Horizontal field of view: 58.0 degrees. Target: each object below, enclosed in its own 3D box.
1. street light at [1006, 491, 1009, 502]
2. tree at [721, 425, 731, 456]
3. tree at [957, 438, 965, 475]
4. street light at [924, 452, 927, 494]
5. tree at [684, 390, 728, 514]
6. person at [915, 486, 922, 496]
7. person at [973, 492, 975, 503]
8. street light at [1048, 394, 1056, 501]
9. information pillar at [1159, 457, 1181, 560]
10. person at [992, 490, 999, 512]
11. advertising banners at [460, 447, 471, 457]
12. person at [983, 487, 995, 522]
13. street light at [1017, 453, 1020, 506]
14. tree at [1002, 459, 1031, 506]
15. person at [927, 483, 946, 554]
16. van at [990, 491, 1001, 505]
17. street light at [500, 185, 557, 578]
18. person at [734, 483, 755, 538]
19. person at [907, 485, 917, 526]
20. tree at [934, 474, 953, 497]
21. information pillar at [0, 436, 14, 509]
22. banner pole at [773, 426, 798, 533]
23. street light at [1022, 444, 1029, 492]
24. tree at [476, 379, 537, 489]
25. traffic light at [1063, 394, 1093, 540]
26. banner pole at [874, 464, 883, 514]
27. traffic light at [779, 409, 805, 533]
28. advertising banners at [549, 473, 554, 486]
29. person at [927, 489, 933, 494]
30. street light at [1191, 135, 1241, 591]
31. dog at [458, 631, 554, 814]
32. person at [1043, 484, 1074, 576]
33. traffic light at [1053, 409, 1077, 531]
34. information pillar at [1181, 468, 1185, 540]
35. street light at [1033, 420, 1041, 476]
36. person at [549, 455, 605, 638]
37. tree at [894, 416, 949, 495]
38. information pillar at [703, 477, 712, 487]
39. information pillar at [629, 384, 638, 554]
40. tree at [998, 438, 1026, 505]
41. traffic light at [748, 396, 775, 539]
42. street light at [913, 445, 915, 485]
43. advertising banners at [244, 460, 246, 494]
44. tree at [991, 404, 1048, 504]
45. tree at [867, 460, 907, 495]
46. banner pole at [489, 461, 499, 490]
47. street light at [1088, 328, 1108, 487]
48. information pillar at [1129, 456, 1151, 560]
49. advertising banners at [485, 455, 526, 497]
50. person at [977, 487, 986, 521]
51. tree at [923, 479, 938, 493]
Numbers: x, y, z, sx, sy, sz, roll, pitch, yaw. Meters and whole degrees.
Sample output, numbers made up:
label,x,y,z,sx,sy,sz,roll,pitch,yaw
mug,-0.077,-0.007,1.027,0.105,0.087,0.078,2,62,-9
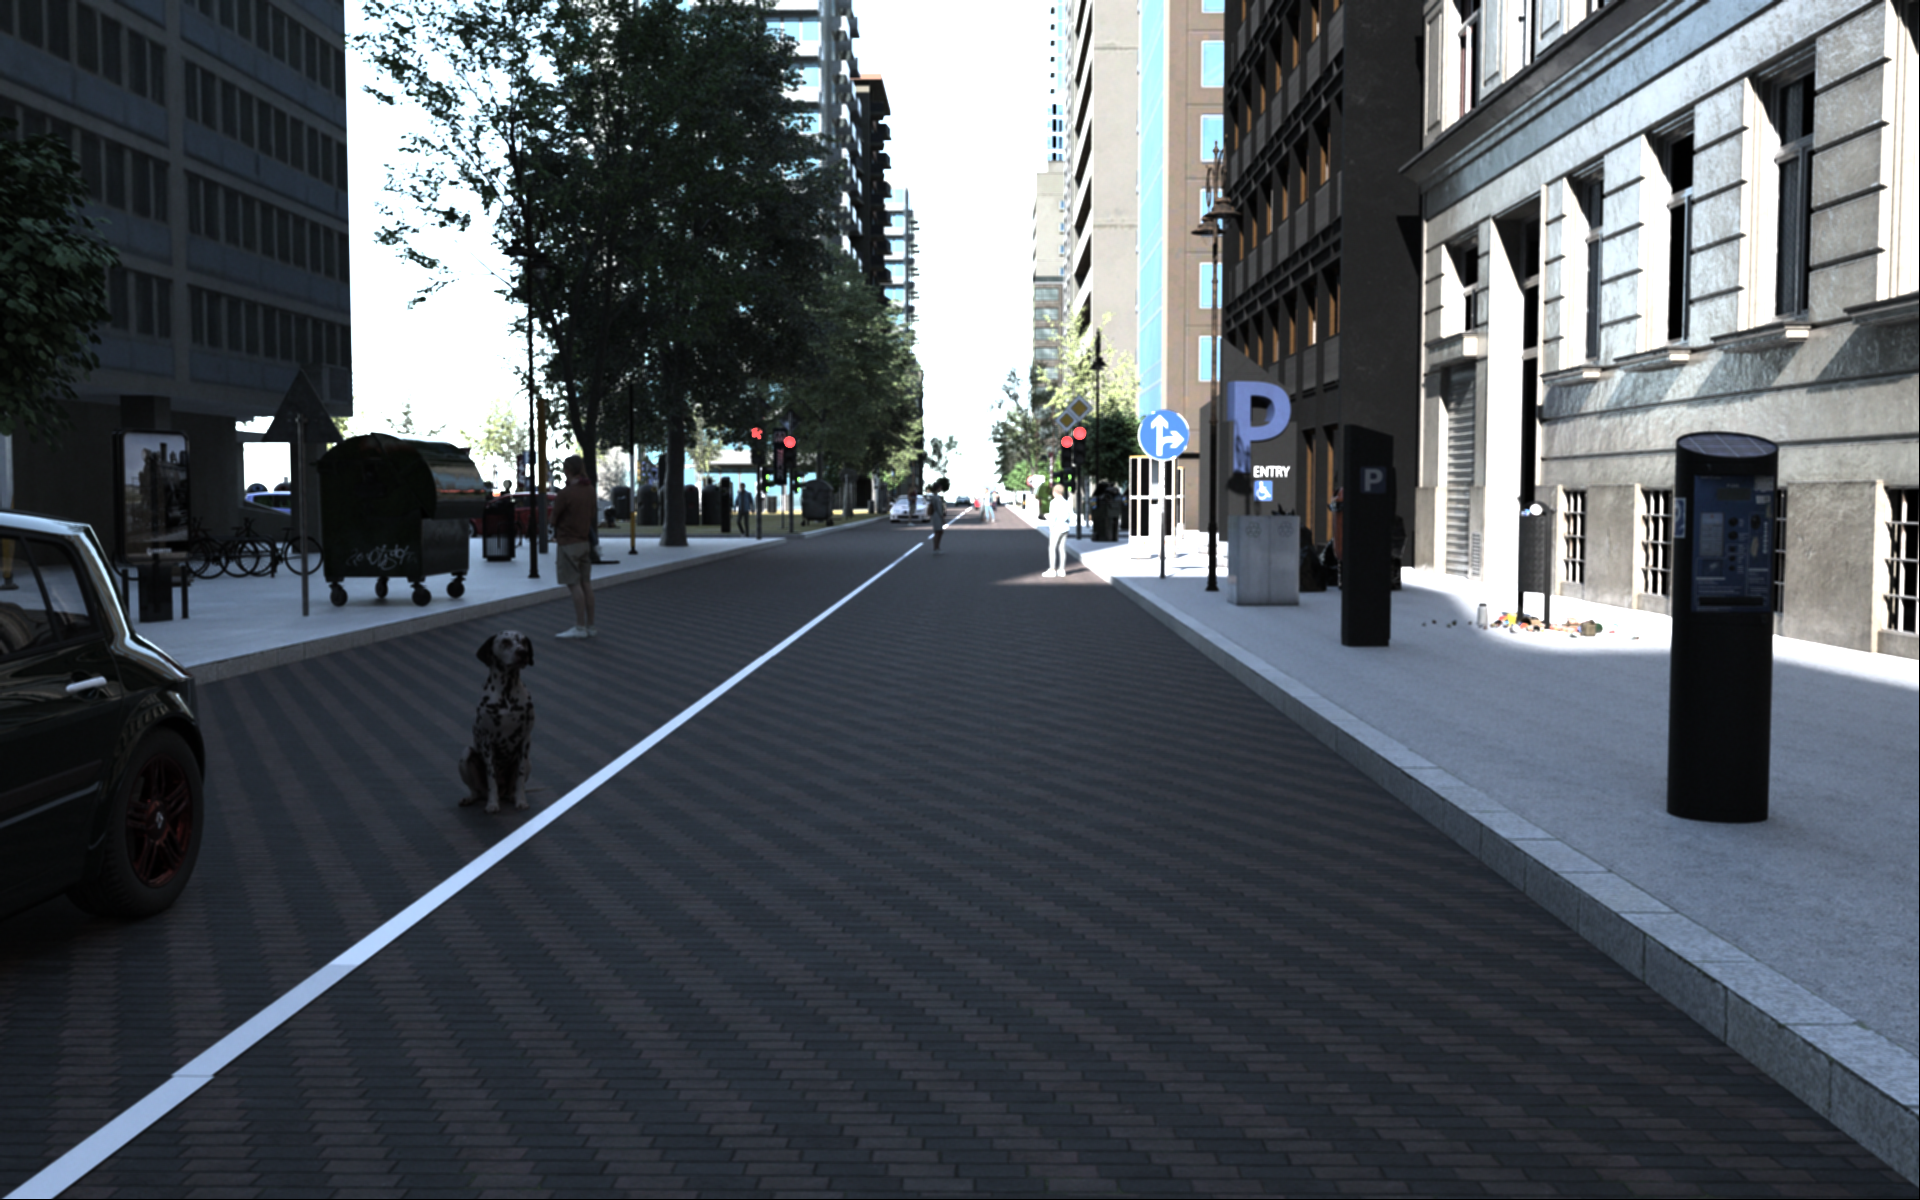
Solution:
label,x,y,z,sx,sy,sz,roll,pitch,yaw
street light,7.486,-17.925,265.853,0.468,5.910,1.993,0,4,1
tree,-18.139,-10.408,120.525,4.737,8.622,4.395,0,3,0
tree,-2.643,-22.120,287.422,9.928,11.665,9.643,0,3,0
street light,-3.719,-13.004,185.398,0.468,5.910,1.993,0,4,1
tree,-16.993,-9.959,113.194,4.360,8.622,3.978,0,3,0
person,-2.455,-5.475,97.370,0.474,1.900,0.648,2,4,24
person,2.143,-15.806,266.906,0.705,1.826,1.348,0,4,-7
street light,4.342,-6.591,80.544,0.468,5.910,1.993,0,4,1
information pillar,4.089,-1.804,33.988,0.304,2.012,0.304,1,4,21
person,2.777,-7.908,138.319,0.617,1.759,0.750,1,4,19
advertising banners,-18.807,-4.133,63.763,0.090,3.025,2.074,3,4,36
person,1.488,-4.967,90.056,0.623,1.781,0.721,1,4,22
street light,5.630,-11.215,156.146,0.468,5.910,1.993,0,4,1
tree,5.846,-9.725,142.711,4.285,4.588,4.351,0,3,0
person,-0.549,-1.962,41.585,0.522,1.701,0.512,-1,4,-21
van,4.633,-13.914,234.509,2.013,2.044,4.112,0,4,-1
street light,-6.522,-3.275,26.337,0.468,5.910,1.993,0,4,1
person,-6.693,-2.746,53.747,0.601,1.785,0.444,1,4,17
person,-2.185,-4.295,78.698,0.573,1.828,0.580,-3,5,-40
tree,-2.687,-18.020,278.335,4.285,4.588,4.351,0,3,0
information pillar,-12.807,-1.950,23.240,0.183,3.616,0.504,-1,4,-20
banner pole,-5.834,-4.141,57.729,0.863,3.779,0.401,0,4,5
street light,5.125,-9.711,131.562,0.468,5.910,1.993,0,4,1
tree,-28.951,-9.828,111.046,4.360,8.622,3.978,0,3,0
traffic light,3.336,-3.662,48.800,0.839,4.253,0.868,0,4,1
banner pole,-5.123,-7.318,109.671,0.863,3.779,0.401,2,4,32
traffic light,-5.538,-4.159,56.921,0.839,4.253,0.868,0,4,1
advertising banners,-28.738,-7.536,119.405,0.090,3.025,2.074,3,4,36
person,-2.093,-6.920,121.828,0.592,1.802,0.473,3,5,40
street light,3.345,-3.059,22.795,0.468,5.910,1.993,0,4,1
dog,-2.068,0.535,8.083,0.513,0.831,0.800,1,4,14
person,1.732,-1.229,30.397,0.589,1.601,0.330,-3,4,-37
traffic light,3.473,-4.151,56.784,0.839,4.253,0.868,0,4,1
information pillar,6.059,-2.666,48.088,0.304,2.012,0.304,1,4,22
street light,4.708,-8.145,105.957,0.468,5.910,1.993,0,4,1
person,-3.852,-0.546,17.396,0.573,1.828,0.580,-2,4,-25
tree,-4.703,-16.160,198.631,7.601,10.594,8.767,0,4,5
information pillar,-11.186,-4.420,76.756,0.304,2.012,0.304,3,4,38
information pillar,-6.998,-2.791,36.980,0.183,3.616,0.504,-1,4,-9
tree,6.472,-15.540,204.447,4.360,8.622,3.978,0,3,0
traffic light,-5.674,-3.671,48.938,0.839,4.253,0.868,0,4,1
street light,-4.306,-11.438,159.793,0.468,5.910,1.993,0,4,1
advertising banners,-35.832,-5.627,88.186,2.074,3.025,0.090,-1,4,-21
tree,7.366,-18.270,216.842,7.486,12.596,7.792,0,3,0
tree,-5.901,-9.481,138.731,4.285,4.588,4.351,0,3,0
banner pole,-34.593,-8.462,128.378,0.863,3.779,0.401,-2,4,-26
street light,3.844,-4.626,48.427,0.468,5.910,1.993,0,4,1
information pillar,3.493,-1.779,33.575,0.304,2.012,0.304,-2,4,-31
advertising banners,-20.152,-4.922,76.661,2.074,3.025,0.090,-1,4,-17
person,1.228,-5.223,93.996,0.391,1.810,0.635,2,4,35
tree,-3.970,-14.209,226.913,1.663,3.219,1.824,0,3,0
